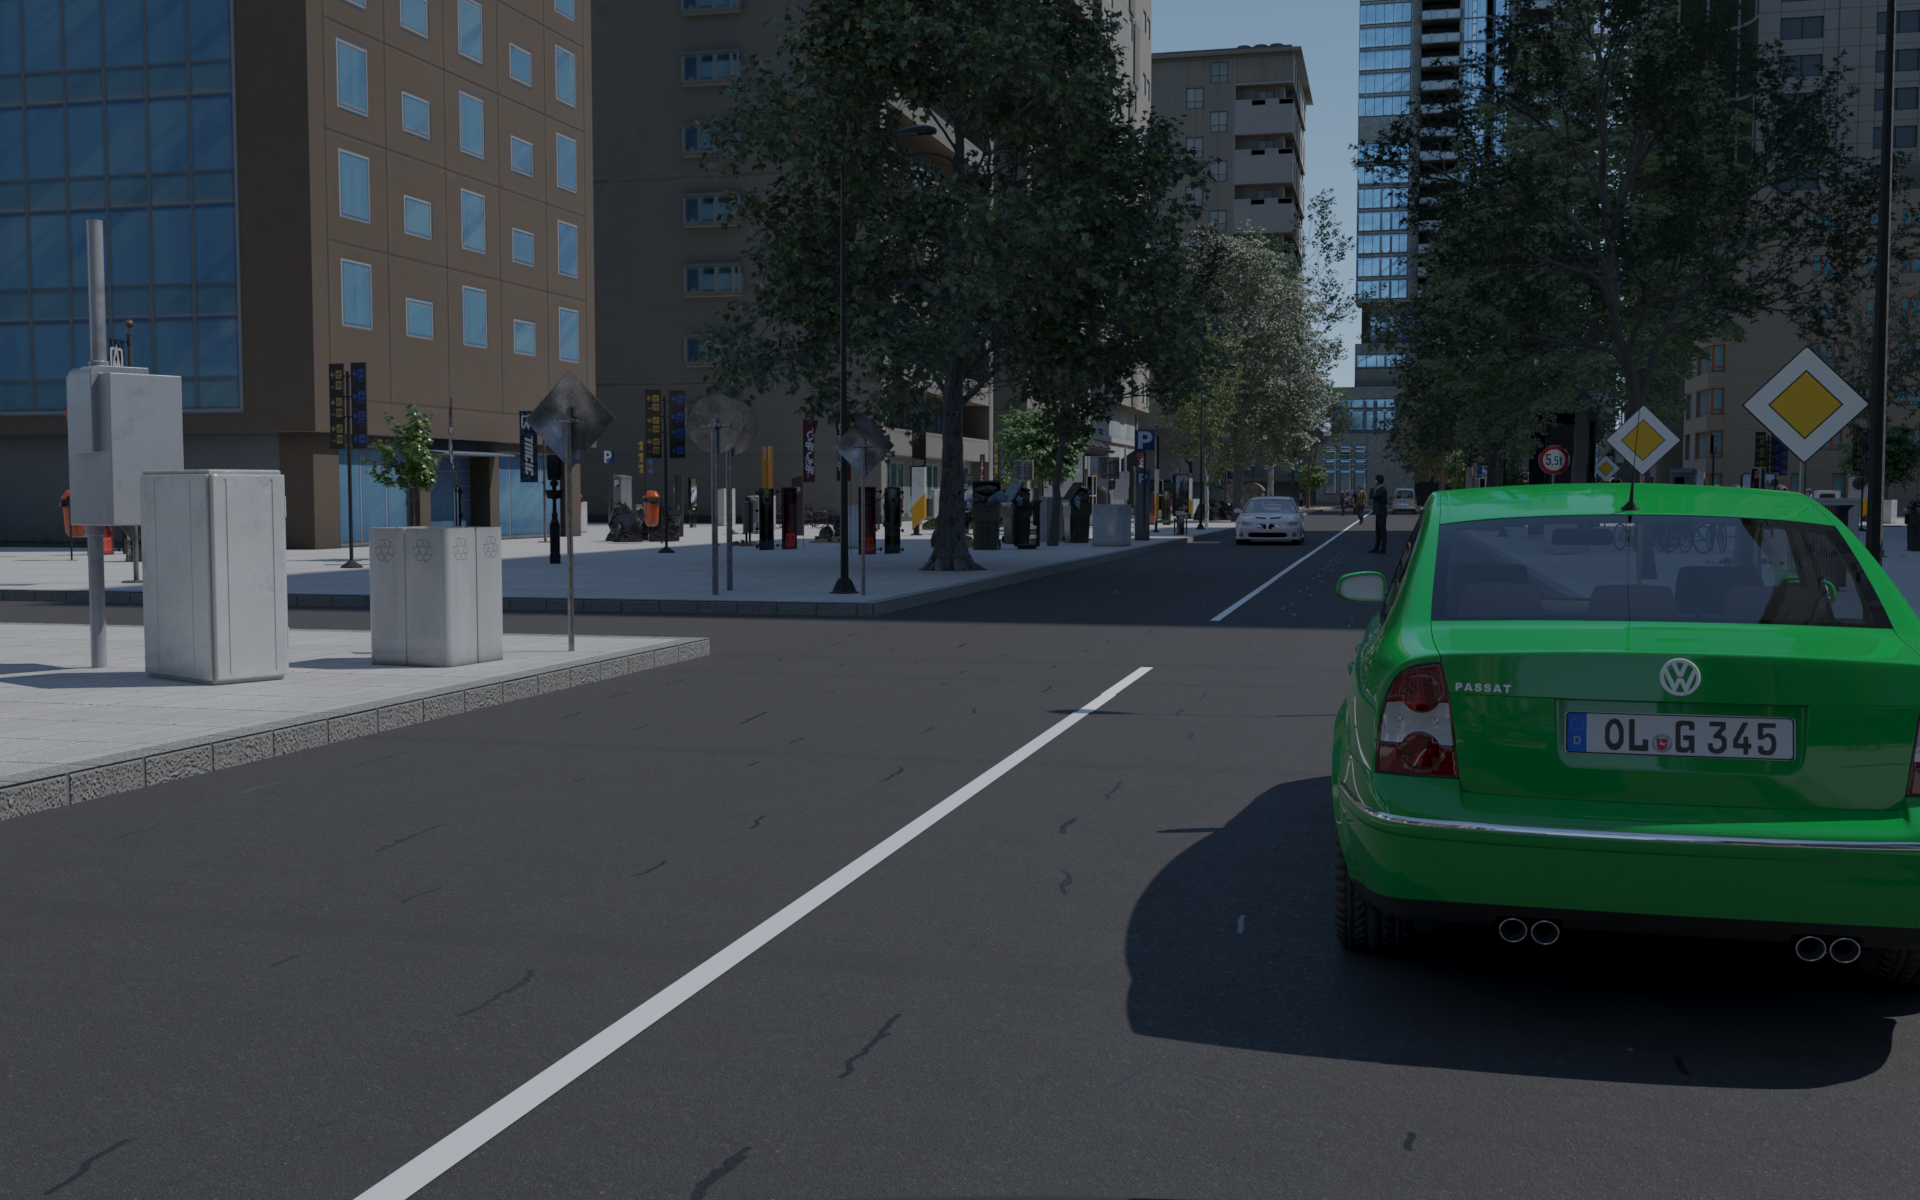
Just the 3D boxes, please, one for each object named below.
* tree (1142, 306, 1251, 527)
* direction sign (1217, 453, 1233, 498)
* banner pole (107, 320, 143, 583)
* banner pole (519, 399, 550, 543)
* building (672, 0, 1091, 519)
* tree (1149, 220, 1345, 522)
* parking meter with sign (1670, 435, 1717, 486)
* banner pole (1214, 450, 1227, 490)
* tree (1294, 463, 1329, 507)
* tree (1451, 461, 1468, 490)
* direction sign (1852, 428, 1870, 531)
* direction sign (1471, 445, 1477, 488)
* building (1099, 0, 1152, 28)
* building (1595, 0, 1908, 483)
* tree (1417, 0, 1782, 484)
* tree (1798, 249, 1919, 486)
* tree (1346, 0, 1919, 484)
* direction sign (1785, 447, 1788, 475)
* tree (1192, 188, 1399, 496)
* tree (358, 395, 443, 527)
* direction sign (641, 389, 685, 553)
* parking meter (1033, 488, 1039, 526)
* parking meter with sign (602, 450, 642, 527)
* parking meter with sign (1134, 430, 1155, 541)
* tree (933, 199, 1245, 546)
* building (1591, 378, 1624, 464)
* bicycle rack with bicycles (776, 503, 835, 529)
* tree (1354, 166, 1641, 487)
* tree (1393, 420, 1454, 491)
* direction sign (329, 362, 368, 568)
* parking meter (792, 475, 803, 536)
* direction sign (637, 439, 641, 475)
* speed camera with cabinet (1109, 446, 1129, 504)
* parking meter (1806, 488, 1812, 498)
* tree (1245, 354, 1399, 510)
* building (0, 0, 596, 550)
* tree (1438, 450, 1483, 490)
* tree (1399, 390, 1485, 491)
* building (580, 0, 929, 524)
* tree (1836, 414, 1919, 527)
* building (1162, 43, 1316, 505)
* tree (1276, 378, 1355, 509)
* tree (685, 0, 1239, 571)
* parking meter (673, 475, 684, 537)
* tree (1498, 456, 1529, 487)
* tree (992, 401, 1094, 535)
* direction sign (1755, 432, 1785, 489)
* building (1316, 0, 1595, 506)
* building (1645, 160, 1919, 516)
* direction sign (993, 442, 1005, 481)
[{"bbox_3d":[9.366,-7.125,66.852,4.737,8.622,4.395,0,3,0],"label":"tree"},{"bbox_3d":[13.653,-5.938,89.078,0.876,3.537,0.379,1,4,18],"label":"direction sign"},{"bbox_3d":[-11.925,-2.123,24.731,0.401,3.779,0.863,0,4,0],"label":"banner pole"},{"bbox_3d":[-11.223,-3.411,45.779,0.863,3.779,0.401,-1,4,-9],"label":"banner pole"},{"bbox_3d":[-3.919,-29.785,110.683,21.300,48.544,21.600,1,4,14],"label":"building"},{"bbox_3d":[13.103,-10.637,80.569,9.857,13.997,8.962,0,3,0],"label":"tree"},{"bbox_3d":[21.589,-3.392,51.715,1.738,3.016,0.543,2,4,33],"label":"parking meter with sign"},{"bbox_3d":[14.435,-6.451,95.490,0.863,3.779,0.401,1,4,15],"label":"banner pole"},{"bbox_3d":[33.765,-11.177,166.454,4.285,4.588,4.351,0,3,0],"label":"tree"},{"bbox_3d":[25.693,-5.730,88.281,1.663,3.219,1.824,0,3,0],"label":"tree"},{"bbox_3d":[30.975,-4.124,59.428,0.876,3.537,0.379,-1,4,-17],"label":"direction sign"},{"bbox_3d":[23.626,-5.363,79.682,0.379,3.537,0.876,2,4,32],"label":"direction sign"},{"bbox_3d":[1.404,-34.117,147.046,27.495,52.752,28.713,1,4,14],"label":"building"},{"bbox_3d":[62.373,-42.644,135.473,20.563,71.187,20.611,1,4,14],"label":"building"},{"bbox_3d":[14.269,-7.353,38.342,7.486,12.596,7.792,0,3,0],"label":"tree"},{"bbox_3d":[27.844,-6.288,53.169,4.360,8.622,3.978,0,3,0],"label":"tree"},{"bbox_3d":[10.426,-5.618,26.270,8.767,10.594,7.601,0,4,0],"label":"tree"},{"bbox_3d":[34.329,-4.947,72.877,0.876,3.537,0.379,2,4,33],"label":"direction sign"},{"bbox_3d":[20.353,-15.425,108.085,12.611,20.169,13.585,0,3,0],"label":"tree"},{"bbox_3d":[-10.624,-2.403,33.894,1.663,3.219,1.824,0,3,0],"label":"tree"},{"bbox_3d":[-6.404,-2.794,37.683,0.876,3.537,0.379,-2,4,-25],"label":"direction sign"},{"bbox_3d":[3.168,-3.808,70.669,0.372,1.533,0.369,0,3,0],"label":"parking meter"},{"bbox_3d":[-13.420,-4.449,68.999,0.543,3.016,1.738,2,4,32],"label":"parking meter with sign"},{"bbox_3d":[5.072,-3.169,48.066,0.543,3.016,1.738,0,4,3],"label":"parking meter with sign"},{"bbox_3d":[2.522,-6.590,42.164,7.601,10.594,8.767,3,5,44],"label":"tree"},{"bbox_3d":[86.951,-53.494,187.294,31.000,86.520,22.319,1,4,14],"label":"building"},{"bbox_3d":[-6.385,-3.429,69.440,2.925,0.926,2.852,0,4,-4],"label":"bicycle rack with bicycles"},{"bbox_3d":[18.586,-8.742,59.938,9.611,12.733,9.660,0,3,0],"label":"tree"},{"bbox_3d":[45.697,-15.776,164.591,9.857,13.997,8.962,0,3,0],"label":"tree"},{"bbox_3d":[-10.571,-2.324,29.989,0.876,3.537,0.379,2,4,28],"label":"direction sign"},{"bbox_3d":[-5.002,-2.909,53.273,0.399,1.863,0.255,0,4,1],"label":"parking meter"},{"bbox_3d":[-12.953,-4.850,71.289,0.379,3.537,0.876,2,4,35],"label":"direction sign"},{"bbox_3d":[6.602,-4.772,72.350,0.660,3.252,2.038,0,4,-4],"label":"speed camera with cabinet"},{"bbox_3d":[36.952,-4.106,75.544,0.372,1.533,0.369,0,3,0],"label":"parking meter"},{"bbox_3d":[26.738,-14.014,139.493,12.009,13.543,11.850,0,3,0],"label":"tree"},{"bbox_3d":[-19.536,-24.245,46.510,14.600,45.320,14.200,1,4,14],"label":"building"},{"bbox_3d":[32.224,-7.757,110.541,4.285,4.588,4.351,0,3,0],"label":"tree"},{"bbox_3d":[41.874,-14.627,149.516,12.009,13.543,11.850,0,3,0],"label":"tree"},{"bbox_3d":[-11.105,-28.213,84.988,21.300,48.544,21.600,1,4,14],"label":"building"},{"bbox_3d":[36.579,-5.188,68.534,4.285,4.588,4.351,0,3,0],"label":"tree"},{"bbox_3d":[29.330,-37.734,206.191,27.495,52.752,28.713,1,4,14],"label":"building"},{"bbox_3d":[30.622,-13.791,151.238,9.928,11.665,9.643,0,3,0],"label":"tree"},{"bbox_3d":[-0.031,-6.834,28.743,9.611,12.733,9.660,0,3,0],"label":"tree"},{"bbox_3d":[-8.450,-2.830,51.987,0.255,1.863,0.399,-1,4,-16],"label":"parking meter"},{"bbox_3d":[21.622,-4.489,67.990,1.663,3.219,1.824,0,3,0],"label":"tree"},{"bbox_3d":[2.676,-4.391,55.503,4.285,4.588,4.351,0,3,0],"label":"tree"},{"bbox_3d":[29.330,-4.338,62.916,0.876,3.537,0.379,2,4,32],"label":"direction sign"},{"bbox_3d":[56.735,-53.918,194.238,31.000,86.520,22.319,1,4,14],"label":"building"},{"bbox_3d":[60.630,-16.304,111.604,27.650,21.520,28.899,1,4,14],"label":"building"},{"bbox_3d":[1.624,-4.927,72.549,0.379,3.537,0.876,2,4,34],"label":"direction sign"}]
